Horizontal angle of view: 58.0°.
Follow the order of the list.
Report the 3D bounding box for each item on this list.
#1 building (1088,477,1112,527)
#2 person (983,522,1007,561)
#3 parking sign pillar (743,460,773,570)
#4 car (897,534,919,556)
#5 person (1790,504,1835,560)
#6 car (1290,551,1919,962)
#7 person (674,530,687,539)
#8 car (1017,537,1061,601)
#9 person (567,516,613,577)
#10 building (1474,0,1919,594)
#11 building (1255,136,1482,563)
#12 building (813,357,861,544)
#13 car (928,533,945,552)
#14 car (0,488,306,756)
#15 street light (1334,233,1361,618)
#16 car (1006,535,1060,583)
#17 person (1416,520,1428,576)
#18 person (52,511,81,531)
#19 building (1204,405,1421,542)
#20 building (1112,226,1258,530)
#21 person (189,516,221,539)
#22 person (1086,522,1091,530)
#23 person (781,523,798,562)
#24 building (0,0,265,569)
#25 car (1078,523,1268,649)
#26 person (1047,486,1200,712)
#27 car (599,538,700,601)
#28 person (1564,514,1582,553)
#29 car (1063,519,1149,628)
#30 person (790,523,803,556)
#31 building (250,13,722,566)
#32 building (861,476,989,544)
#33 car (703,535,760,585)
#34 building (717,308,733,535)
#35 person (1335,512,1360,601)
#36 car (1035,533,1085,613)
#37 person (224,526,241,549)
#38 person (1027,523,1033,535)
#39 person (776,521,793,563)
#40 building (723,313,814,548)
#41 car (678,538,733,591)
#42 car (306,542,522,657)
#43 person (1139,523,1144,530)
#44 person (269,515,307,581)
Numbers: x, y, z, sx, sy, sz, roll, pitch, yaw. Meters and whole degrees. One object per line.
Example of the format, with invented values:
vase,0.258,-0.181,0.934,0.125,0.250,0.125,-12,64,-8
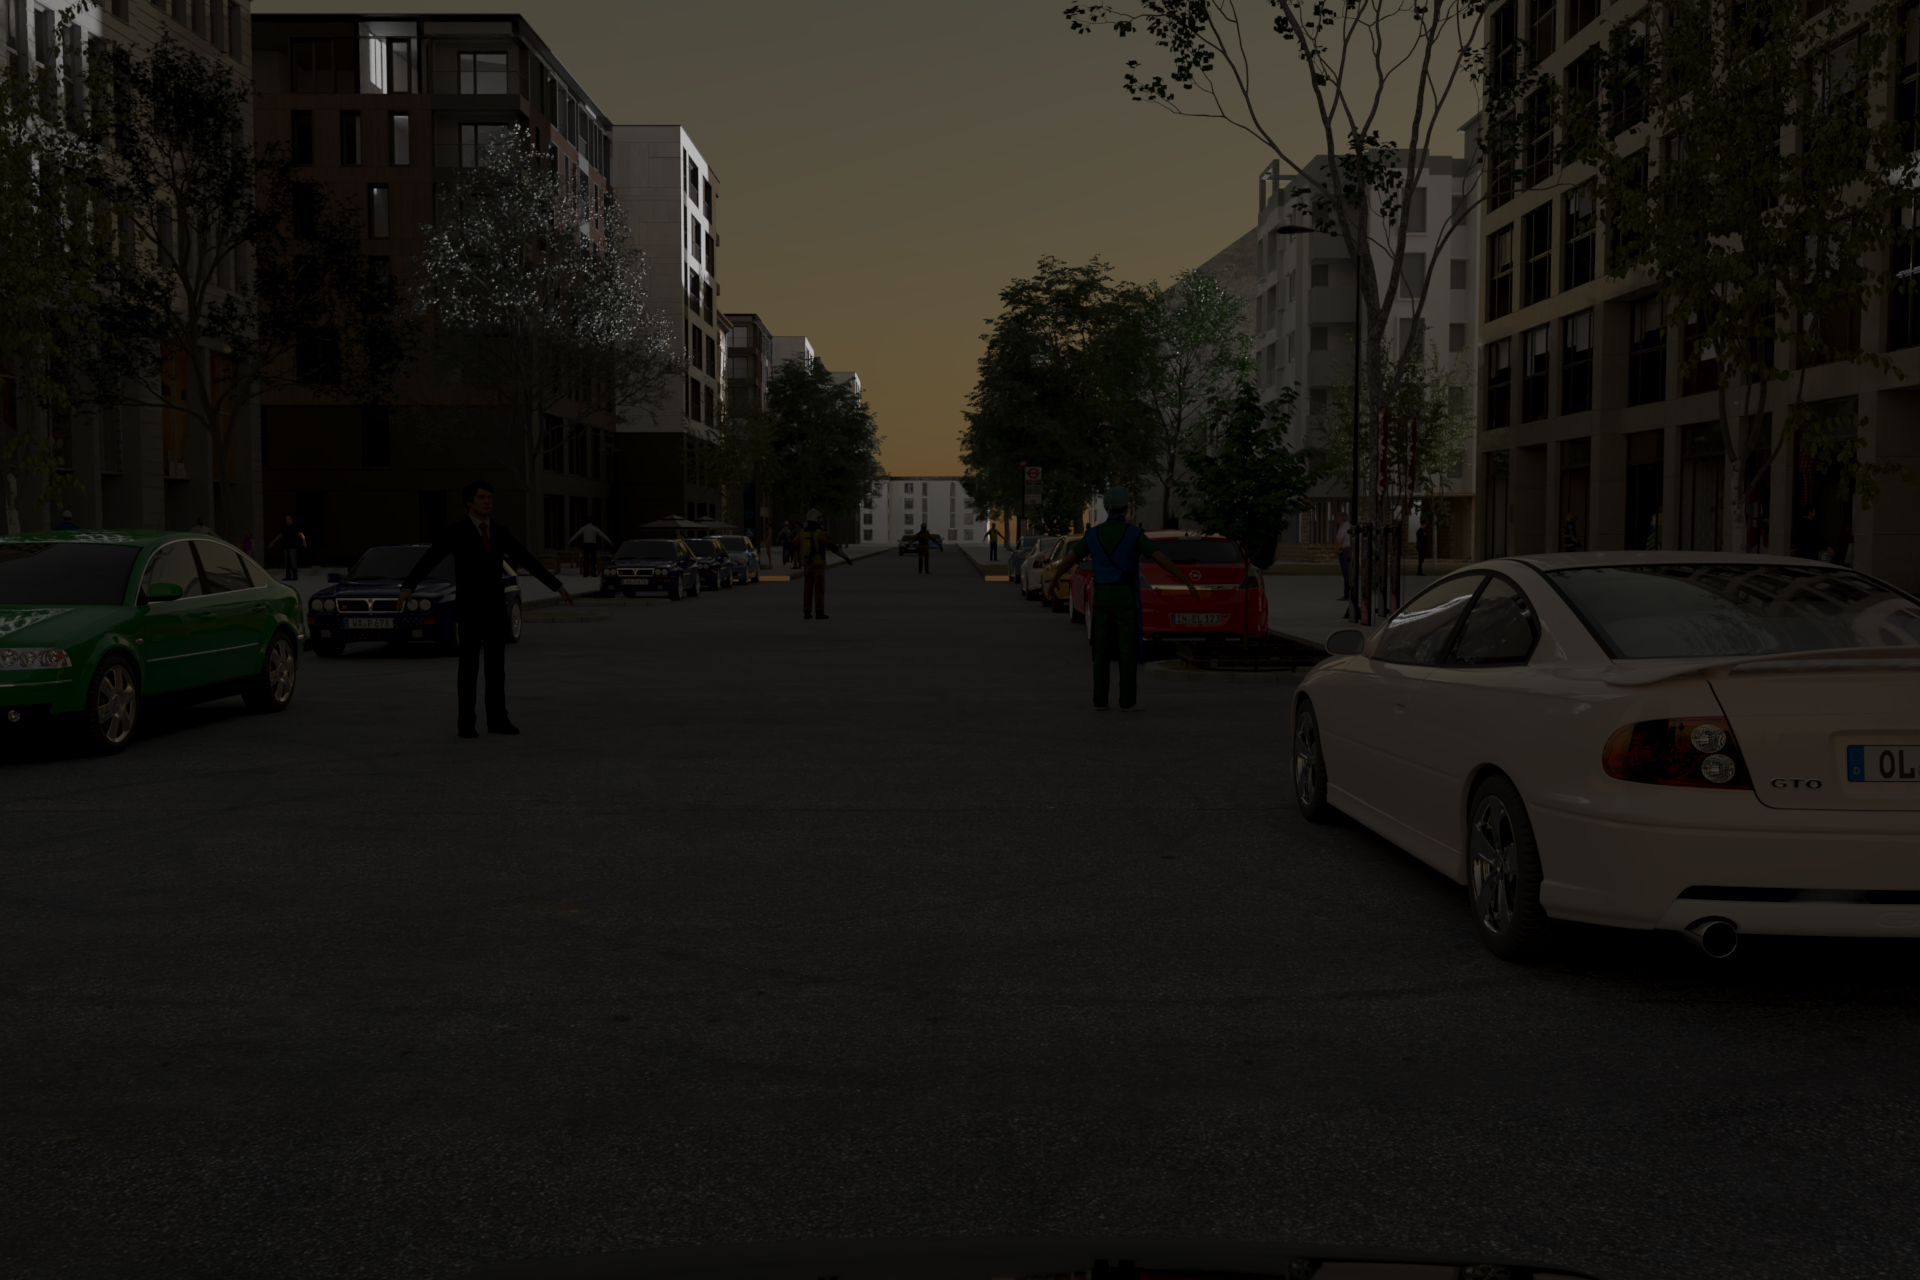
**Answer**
building,21.314,-16.507,212.031,9.099,9.664,28.070,0,4,-1
person,1.599,-4.624,81.564,1.349,1.833,0.705,-2,4,-33
parking sign pillar,-7.524,-4.541,62.713,1.447,3.967,1.447,0,4,1
car,-3.206,-6.491,115.914,2.009,1.686,4.222,0,4,-1
person,15.414,-1.554,31.464,0.704,1.823,1.345,0,4,-3
car,2.678,0.316,7.201,2.083,1.381,4.827,0,4,-2
person,-11.970,-4.164,74.537,0.721,1.772,1.216,-3,5,-39
car,2.342,-1.610,38.692,2.083,1.381,4.827,0,4,0
person,-11.006,-2.773,51.500,1.344,1.810,0.704,-1,4,-11
building,27.658,-14.673,43.097,19.350,26.588,34.151,0,3,0
building,20.437,-14.213,88.800,16.016,20.090,11.380,0,4,-1
building,-27.027,-22.742,215.798,27.936,21.610,32.646,0,4,-1
car,-2.210,-8.025,140.799,1.945,1.707,3.694,0,4,-1
car,-6.336,-0.231,12.580,1.959,1.807,4.718,0,4,0
street light,6.544,-3.283,26.217,1.470,5.913,1.316,0,4,0
car,2.399,-2.417,51.518,2.014,1.417,4.499,0,4,-2
person,14.132,-2.815,52.995,0.541,1.710,0.530,-3,4,-38
person,-21.569,-2.202,41.888,1.347,1.842,0.705,-2,4,-31
building,21.544,-10.030,106.131,9.099,9.664,28.070,0,4,0
building,21.502,-18.248,129.276,19.493,23.208,18.063,0,3,0
person,-22.594,-2.785,51.618,1.344,1.819,0.704,-3,4,-38
person,6.270,-4.834,84.823,0.705,1.856,1.354,3,5,39
person,-7.491,-4.419,78.473,1.346,1.802,0.704,1,4,12
building,-29.693,-16.361,44.996,11.434,29.767,29.804,0,4,0
car,2.556,-0.737,21.092,2.155,1.783,4.494,0,4,-1
person,1.283,-0.334,14.040,1.347,1.817,0.704,2,4,29
car,-6.864,-1.584,38.475,1.945,1.354,3.894,0,3,0
person,17.267,-2.637,48.880,0.704,1.858,1.351,0,4,6
car,2.693,-1.074,26.608,2.155,1.783,4.494,0,4,-1
person,-8.198,-5.028,88.345,1.345,1.843,0.704,3,5,42
building,-27.817,-14.721,84.671,27.936,21.610,32.646,0,4,0
building,-9.925,-18.576,248.322,28.070,9.664,9.099,0,4,5
car,-6.814,-2.326,50.038,2.014,1.417,4.499,0,3,0
building,-25.966,-17.473,116.605,19.493,23.208,18.063,0,4,-1
person,7.381,-1.610,33.306,0.756,1.711,0.436,-3,4,-36
car,2.482,-1.395,33.026,2.015,1.641,3.980,0,4,-1
person,-18.736,-2.355,44.618,0.704,1.816,1.345,-2,4,-31
person,3.486,-4.812,84.858,0.705,1.806,1.347,1,4,19
person,-7.699,-4.347,76.928,1.347,1.847,0.705,3,4,36
building,-29.770,-20.344,176.600,27.936,21.610,32.646,0,4,-1
car,-6.949,-1.980,44.954,1.945,1.354,3.894,0,4,0
car,-6.676,-0.543,21.464,1.945,1.354,3.894,0,3,0
person,8.445,-4.573,80.898,1.346,1.812,0.704,1,4,22
person,-18.394,-2.526,47.523,1.348,1.803,0.705,2,4,25
